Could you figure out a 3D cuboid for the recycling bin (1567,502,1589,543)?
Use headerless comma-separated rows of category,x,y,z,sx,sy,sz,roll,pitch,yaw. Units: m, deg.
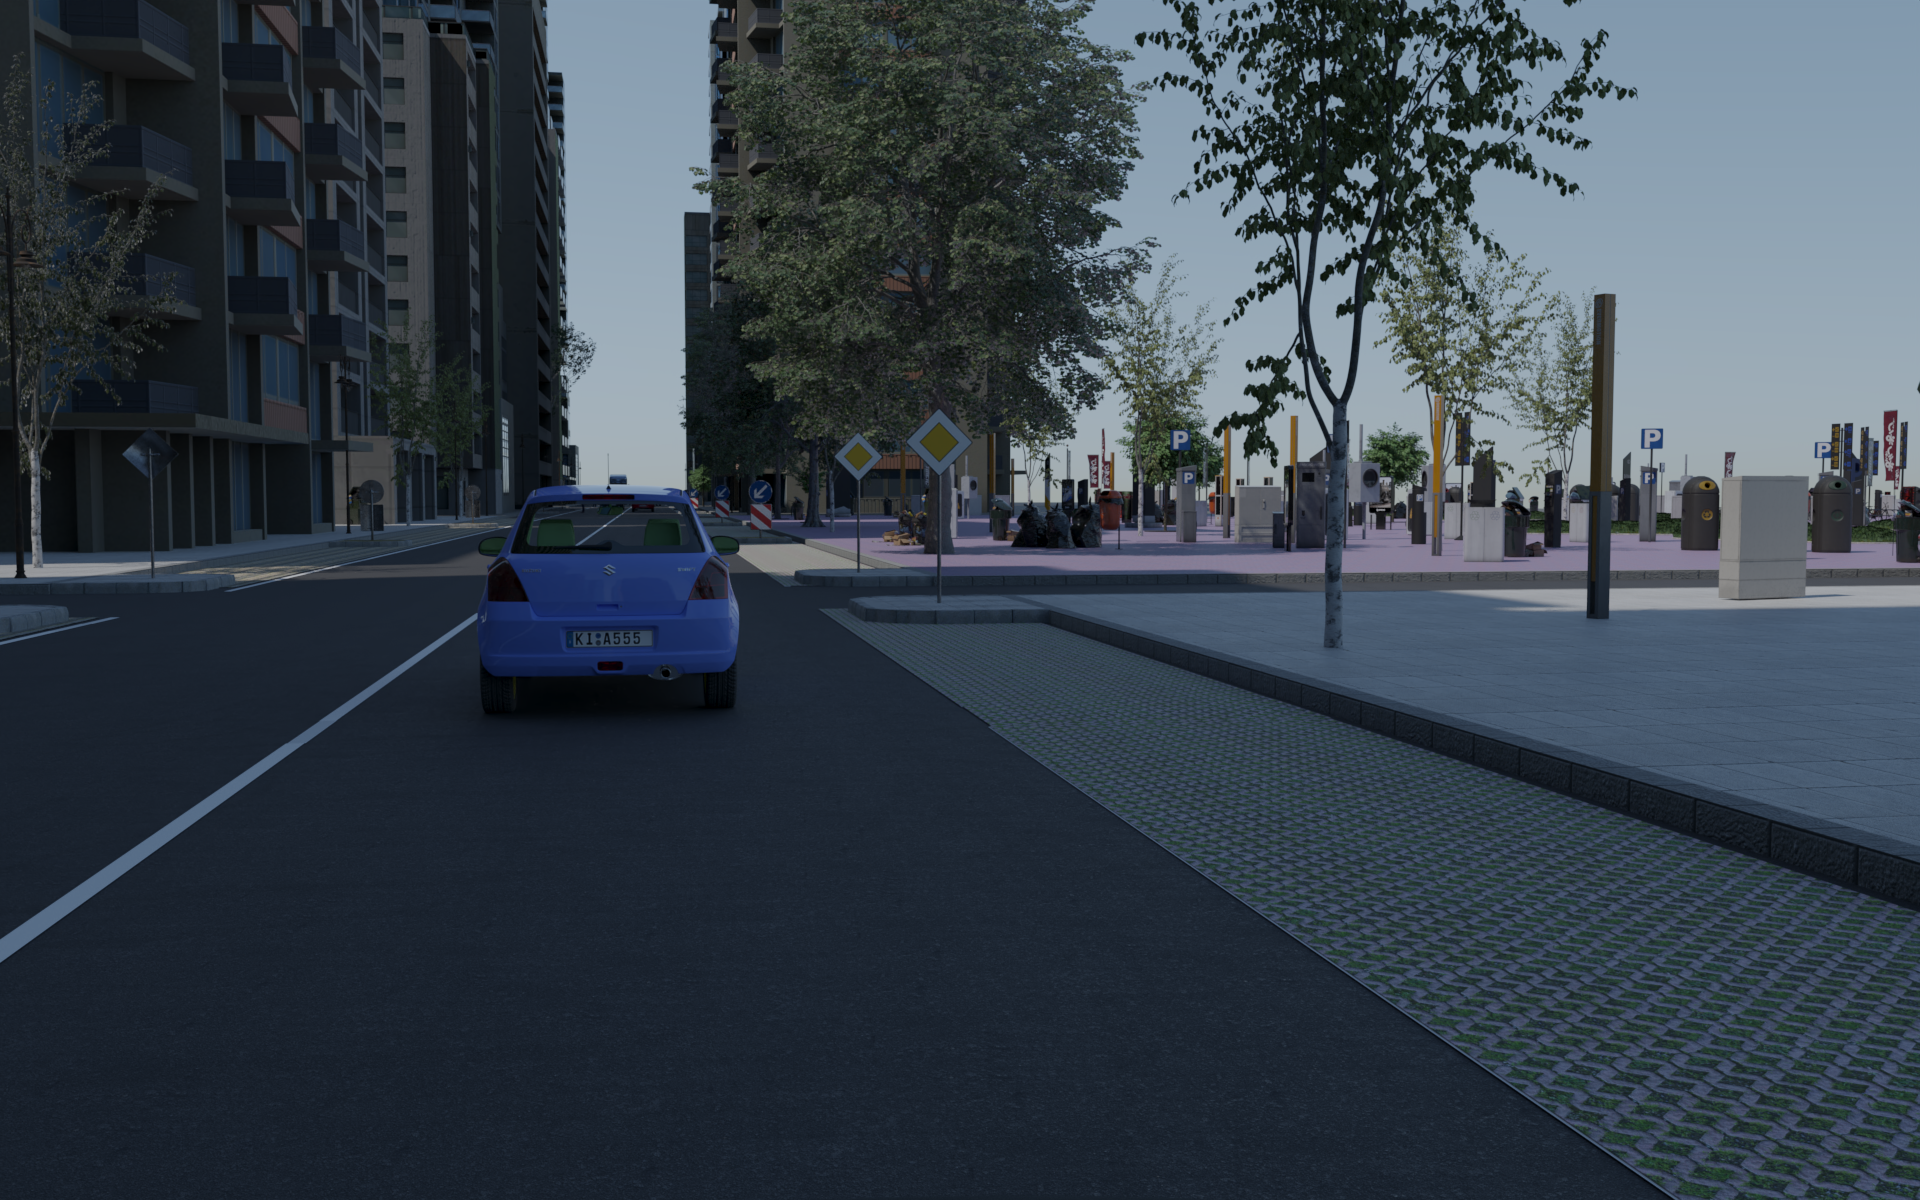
recycling bin,16.745,-2.053,46.123,0.722,1.027,0.722,-1,4,-15

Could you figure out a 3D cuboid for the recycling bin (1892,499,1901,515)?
recycling bin,48.092,-4.638,88.377,0.722,1.027,0.722,0,4,5

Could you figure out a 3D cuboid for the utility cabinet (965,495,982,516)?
utility cabinet,0.794,-5.660,103.708,1.020,1.237,0.306,-2,4,-32

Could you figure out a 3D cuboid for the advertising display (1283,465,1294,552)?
advertising display,7.385,-2.064,38.957,0.123,1.923,0.974,0,4,5

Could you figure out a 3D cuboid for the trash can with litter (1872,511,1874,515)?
trash can with litter,55.481,-5.685,104.340,1.055,1.170,0.624,-2,4,-29

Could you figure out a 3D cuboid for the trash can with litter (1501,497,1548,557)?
trash can with litter,11.447,-1.465,35.335,1.055,1.170,0.624,-2,4,-30

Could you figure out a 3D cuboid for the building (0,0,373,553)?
building,-29.398,-24.066,48.100,22.147,44.769,28.867,-1,4,-10

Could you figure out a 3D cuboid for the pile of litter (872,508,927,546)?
pile of litter,-1.222,-1.808,43.528,1.719,0.858,1.176,-3,5,-43

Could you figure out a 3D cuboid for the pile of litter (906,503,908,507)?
pile of litter,-3.169,-4.927,94.516,1.719,0.858,1.176,-1,4,-10

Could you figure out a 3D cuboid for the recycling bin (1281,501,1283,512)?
recycling bin,11.763,-3.185,64.636,0.722,1.027,0.722,-3,5,-43

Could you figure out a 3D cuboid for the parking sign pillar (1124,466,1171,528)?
parking sign pillar,7.028,-4.757,66.242,1.447,3.967,1.447,-1,4,-16

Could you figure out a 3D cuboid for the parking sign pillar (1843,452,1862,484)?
parking sign pillar,48.464,-6.453,93.985,1.447,3.967,1.447,-2,4,-34

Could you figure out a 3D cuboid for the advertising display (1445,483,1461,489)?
advertising display,28.406,-5.775,99.634,0.974,1.923,0.123,1,4,23

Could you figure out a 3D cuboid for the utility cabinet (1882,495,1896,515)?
utility cabinet,53.940,-5.492,100.951,0.306,1.237,1.020,-3,5,-43

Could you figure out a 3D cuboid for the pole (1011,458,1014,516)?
pole,3.012,-6.437,99.087,0.158,3.312,0.155,0,3,0

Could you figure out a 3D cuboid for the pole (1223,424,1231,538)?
pole,7.725,-3.440,50.082,0.158,3.312,0.155,0,3,0

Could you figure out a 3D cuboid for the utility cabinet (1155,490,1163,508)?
utility cabinet,9.785,-4.877,88.423,1.173,1.500,0.318,3,5,44

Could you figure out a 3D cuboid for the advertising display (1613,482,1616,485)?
advertising display,33.850,-5.233,90.775,0.974,1.923,0.123,3,5,40

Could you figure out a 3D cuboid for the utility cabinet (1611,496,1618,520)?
utility cabinet,24.546,-3.299,65.098,0.306,1.237,1.020,1,4,22

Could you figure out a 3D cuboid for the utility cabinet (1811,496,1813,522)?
utility cabinet,27.376,-2.704,55.379,0.306,1.237,1.020,2,4,25

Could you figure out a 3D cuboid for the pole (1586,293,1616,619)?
pole,6.574,-1.462,17.755,0.158,3.312,0.155,0,3,0

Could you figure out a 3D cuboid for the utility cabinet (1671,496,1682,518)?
utility cabinet,28.428,-3.467,67.854,1.020,1.237,0.306,1,4,15

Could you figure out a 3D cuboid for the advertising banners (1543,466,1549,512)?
advertising banners,33.430,-6.274,98.770,0.090,3.025,2.074,1,4,14

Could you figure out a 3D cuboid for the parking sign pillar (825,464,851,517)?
parking sign pillar,-6.788,-6.603,96.439,1.447,3.967,1.447,-1,4,-17

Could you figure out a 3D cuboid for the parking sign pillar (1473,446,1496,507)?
parking sign pillar,29.766,-6.718,98.312,1.447,3.967,1.447,-2,4,-34

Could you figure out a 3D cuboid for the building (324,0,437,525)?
building,-35.742,-39.211,79.358,20.563,71.187,20.611,-1,4,-10

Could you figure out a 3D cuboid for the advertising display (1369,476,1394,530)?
advertising display,15.138,-3.489,62.253,0.123,1.923,0.974,-3,5,-41

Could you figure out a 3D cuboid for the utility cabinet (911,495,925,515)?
utility cabinet,-2.306,-5.413,99.664,1.020,1.237,0.306,2,4,28

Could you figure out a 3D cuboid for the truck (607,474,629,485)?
truck,-47.900,-15.471,242.703,2.967,4.110,18.799,-1,4,-11

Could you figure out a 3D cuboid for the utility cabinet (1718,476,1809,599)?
utility cabinet,9.813,-0.764,21.162,1.173,1.500,0.318,-2,4,-26

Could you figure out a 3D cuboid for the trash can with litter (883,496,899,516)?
trash can with litter,-3.997,-5.526,101.734,1.055,1.170,0.624,-1,4,-9

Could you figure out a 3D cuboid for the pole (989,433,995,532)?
pole,1.086,-3.923,57.982,0.158,3.312,0.155,0,3,0

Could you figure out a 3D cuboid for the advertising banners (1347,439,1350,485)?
advertising banners,12.018,-3.549,54.210,0.090,3.025,2.074,1,4,23

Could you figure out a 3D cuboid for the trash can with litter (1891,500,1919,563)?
trash can with litter,18.002,-1.280,32.317,1.055,1.170,0.624,1,4,19

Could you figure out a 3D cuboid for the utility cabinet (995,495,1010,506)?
utility cabinet,2.057,-4.678,87.648,1.020,1.237,0.306,-3,5,-43

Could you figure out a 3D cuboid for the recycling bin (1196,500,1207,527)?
recycling bin,9.307,-3.434,68.701,0.722,1.027,0.722,-2,4,-32

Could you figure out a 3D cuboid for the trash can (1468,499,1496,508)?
trash can,13.813,-2.092,45.854,0.748,1.137,0.748,0,3,0

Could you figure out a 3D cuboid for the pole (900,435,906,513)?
pole,-1.968,-4.029,59.711,0.158,3.312,0.155,0,3,0

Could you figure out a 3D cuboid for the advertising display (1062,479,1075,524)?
advertising display,4.624,-4.216,74.138,0.123,1.923,0.974,-2,4,-24

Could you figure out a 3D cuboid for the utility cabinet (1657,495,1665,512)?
utility cabinet,39.407,-5.262,97.191,1.020,1.237,0.306,1,4,9

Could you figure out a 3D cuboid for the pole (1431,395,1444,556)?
pole,9.884,-2.567,35.820,0.158,3.312,0.155,0,3,0

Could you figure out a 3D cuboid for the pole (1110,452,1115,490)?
pole,7.417,-5.535,84.335,0.158,3.312,0.155,0,3,0

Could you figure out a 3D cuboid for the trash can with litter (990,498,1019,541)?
trash can with litter,1.328,-2.200,47.350,1.055,1.170,0.624,3,5,43

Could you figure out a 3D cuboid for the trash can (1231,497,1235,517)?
trash can,15.023,-5.191,96.522,0.748,1.137,0.748,0,3,0

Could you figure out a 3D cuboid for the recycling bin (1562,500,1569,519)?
recycling bin,27.457,-4.000,77.957,0.722,1.027,0.722,2,4,30

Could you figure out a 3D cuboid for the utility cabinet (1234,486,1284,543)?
utility cabinet,7.759,-2.227,45.083,1.173,1.500,0.318,-1,4,-14

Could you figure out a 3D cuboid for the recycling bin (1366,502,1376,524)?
recycling bin,17.944,-3.817,74.958,0.722,1.027,0.722,2,4,26

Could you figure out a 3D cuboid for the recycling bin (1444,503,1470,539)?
recycling bin,14.267,-2.252,49.374,0.722,1.027,0.722,2,4,33

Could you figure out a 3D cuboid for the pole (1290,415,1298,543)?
pole,8.676,-3.132,45.044,0.158,3.312,0.155,0,3,0

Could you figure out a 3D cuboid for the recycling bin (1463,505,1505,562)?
recycling bin,9.958,-1.247,32.938,0.722,1.027,0.722,1,4,14

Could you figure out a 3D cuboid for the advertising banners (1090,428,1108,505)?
advertising banners,3.772,-3.102,46.912,0.090,3.025,2.074,0,4,-2

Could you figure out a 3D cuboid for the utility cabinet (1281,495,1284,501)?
utility cabinet,18.081,-5.323,98.184,1.020,1.237,0.306,2,4,26

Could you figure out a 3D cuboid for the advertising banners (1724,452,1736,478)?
advertising banners,31.073,-4.603,71.440,2.074,3.025,0.090,-1,4,-14

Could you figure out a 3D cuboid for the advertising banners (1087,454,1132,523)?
advertising banners,6.645,-4.912,76.494,2.074,3.025,0.090,0,4,1

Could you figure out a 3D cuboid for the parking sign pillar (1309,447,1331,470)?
parking sign pillar,18.496,-6.108,88.336,1.447,3.967,1.447,2,4,30

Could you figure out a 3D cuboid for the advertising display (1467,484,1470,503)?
advertising display,32.983,-6.462,110.865,0.974,1.923,0.123,2,4,24

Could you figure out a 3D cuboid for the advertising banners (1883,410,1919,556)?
advertising banners,19.394,-2.397,35.379,0.090,3.025,2.074,0,4,-1

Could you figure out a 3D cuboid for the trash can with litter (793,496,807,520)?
trash can with litter,-7.660,-4.488,84.766,1.055,1.170,0.624,1,4,10
